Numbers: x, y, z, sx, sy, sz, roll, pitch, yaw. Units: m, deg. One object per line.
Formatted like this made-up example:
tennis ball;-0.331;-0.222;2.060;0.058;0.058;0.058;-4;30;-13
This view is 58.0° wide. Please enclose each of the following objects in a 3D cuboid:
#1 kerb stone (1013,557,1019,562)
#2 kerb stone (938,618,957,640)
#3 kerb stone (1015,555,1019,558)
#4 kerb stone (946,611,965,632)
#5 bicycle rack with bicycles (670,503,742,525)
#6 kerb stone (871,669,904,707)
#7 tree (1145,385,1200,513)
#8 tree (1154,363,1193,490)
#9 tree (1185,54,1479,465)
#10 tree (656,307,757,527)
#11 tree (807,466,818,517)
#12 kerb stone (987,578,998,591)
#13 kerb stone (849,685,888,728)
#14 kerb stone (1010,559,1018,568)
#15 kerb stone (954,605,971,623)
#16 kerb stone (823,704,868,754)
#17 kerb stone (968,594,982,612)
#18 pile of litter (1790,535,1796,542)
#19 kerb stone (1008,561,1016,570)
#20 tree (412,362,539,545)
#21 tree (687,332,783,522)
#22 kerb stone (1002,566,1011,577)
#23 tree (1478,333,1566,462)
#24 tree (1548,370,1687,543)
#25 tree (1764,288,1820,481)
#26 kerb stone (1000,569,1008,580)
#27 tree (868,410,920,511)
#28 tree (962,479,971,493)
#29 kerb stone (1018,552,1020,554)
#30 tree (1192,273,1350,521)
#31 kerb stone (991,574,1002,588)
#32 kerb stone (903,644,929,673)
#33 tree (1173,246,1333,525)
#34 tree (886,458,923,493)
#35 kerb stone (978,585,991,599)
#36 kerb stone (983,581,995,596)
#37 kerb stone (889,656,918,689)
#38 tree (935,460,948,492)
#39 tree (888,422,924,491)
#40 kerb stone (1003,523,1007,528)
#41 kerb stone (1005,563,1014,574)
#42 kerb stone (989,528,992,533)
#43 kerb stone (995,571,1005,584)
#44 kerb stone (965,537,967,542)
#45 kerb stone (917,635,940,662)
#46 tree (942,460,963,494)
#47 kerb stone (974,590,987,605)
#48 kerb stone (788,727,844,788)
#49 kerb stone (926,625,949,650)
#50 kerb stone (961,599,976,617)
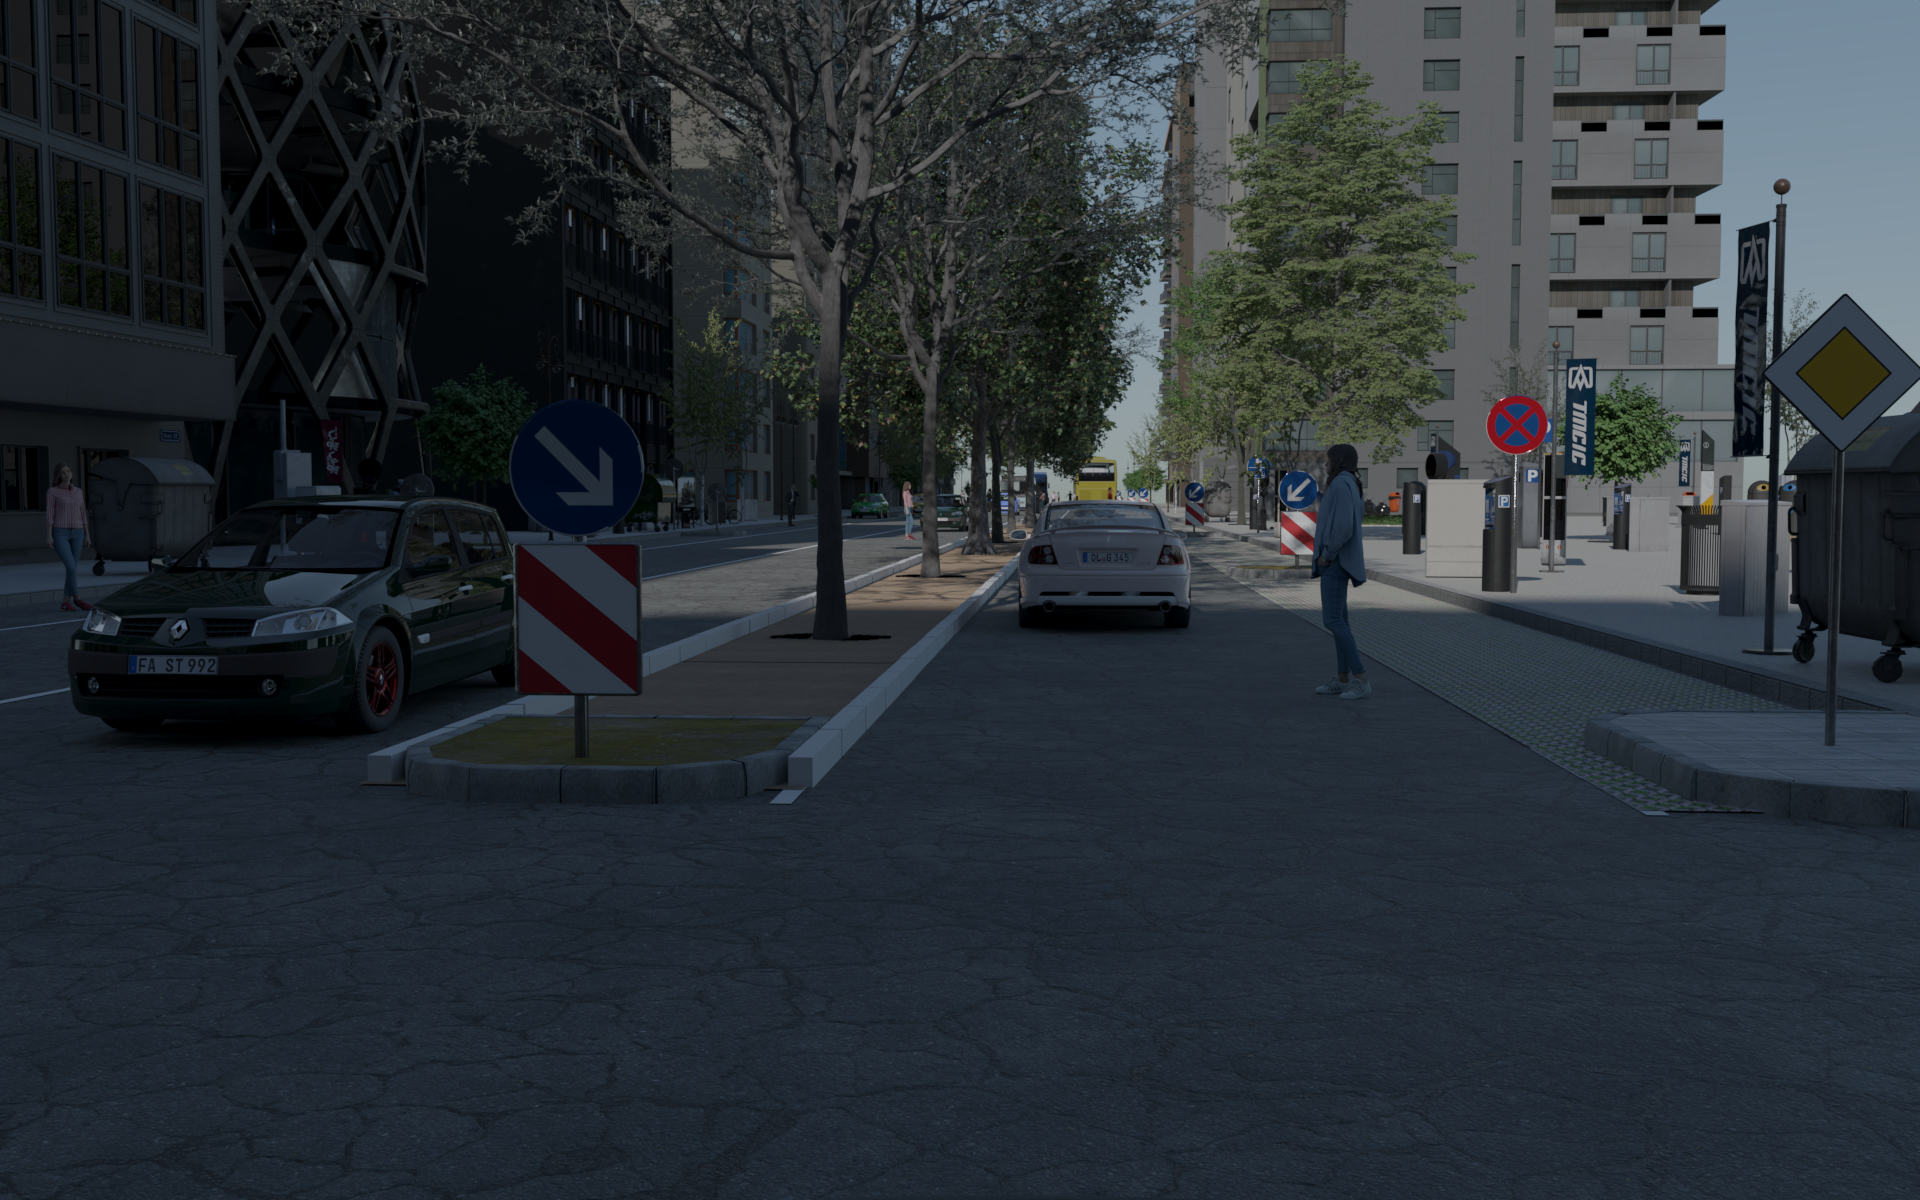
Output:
kerb stone;1.026;-0.689;33.454;0.120;0.150;1.000;0;4;4
kerb stone;-0.154;0.311;17.116;0.120;0.150;1.000;0;4;4
kerb stone;1.109;-0.751;34.476;0.120;0.150;1.000;0;4;4
kerb stone;-0.073;0.248;18.136;0.120;0.150;1.000;0;4;4
bicycle rack with bicycles;-10.836;-3.623;72.617;2.925;0.926;2.852;0;4;6
kerb stone;-0.517;0.624;12.005;0.120;0.150;1.000;0;4;4
tree;14.477;-10.129;115.964;4.360;8.622;3.978;0;3;0
tree;12.609;-8.083;82.524;4.737;8.622;4.395;0;3;0
tree;9.902;-7.817;45.939;7.486;12.596;7.792;0;3;0
tree;-10.144;-7.210;68.250;4.737;8.622;4.395;0;3;0
tree;-7.739;-6.398;99.212;1.663;3.219;1.824;0;3;0
kerb stone;0.435;-0.186;25.274;0.120;0.150;1.000;0;4;4
kerb stone;-0.591;0.686;10.986;0.120;0.150;1.000;0;4;4
kerb stone;0.954;-0.626;32.430;0.120;0.150;1.000;0;4;4
kerb stone;-0.002;0.186;19.157;0.120;0.150;1.000;0;4;4
kerb stone;-0.667;0.748;9.965;0.120;0.150;1.000;0;4;4
kerb stone;0.150;0.061;21.195;0.120;0.150;1.000;0;4;4
pile of litter;21.934;-1.996;46.600;1.719;0.858;1.176;0;4;1
kerb stone;0.887;-0.564;31.410;0.120;0.150;1.000;0;4;4
tree;-11.945;-3.648;43.361;4.285;4.588;4.351;0;3;0
tree;-10.051;-7.800;77.890;4.360;8.622;3.978;0;3;0
kerb stone;0.745;-0.438;29.356;0.120;0.150;1.000;0;4;4
tree;26.215;-7.933;80.068;4.360;8.622;3.978;0;3;0
tree;17.468;-3.816;46.106;4.285;4.588;4.351;0;3;0
tree;29.763;-6.791;61.399;4.360;8.622;3.978;0;3;0
kerb stone;0.659;-0.375;28.331;0.120;0.150;1.000;0;4;4
tree;-5.211;-11.107;131.956;4.737;8.622;4.395;0;3;0
tree;1.060;-13.815;220.470;1.663;3.219;1.824;0;3;0
kerb stone;1.257;-0.875;36.520;0.120;0.150;1.000;0;4;4
tree;10.157;-6.308;53.493;4.737;8.622;4.395;0;3;0
kerb stone;0.515;-0.251;26.292;0.120;0.150;1.000;0;4;4
kerb stone;-0.376;0.498;14.050;0.120;0.150;1.000;0;4;4
tree;11.790;-8.928;71.724;9.928;11.665;9.643;0;3;0
tree;-4.658;-10.071;148.381;4.285;4.588;4.351;0;3;0
kerb stone;0.291;-0.061;23.235;0.120;0.150;1.000;0;4;4
kerb stone;0.370;-0.126;24.254;0.120;0.150;1.000;0;4;4
kerb stone;-0.443;0.562;13.027;0.120;0.150;1.000;0;4;4
tree;-2.678;-14.147;181.659;4.360;8.622;3.978;0;3;0
tree;-3.332;-14.926;162.161;7.486;12.596;7.792;0;3;0
kerb stone;2.120;-3.386;77.587;0.120;0.150;1.000;0;4;4
kerb stone;0.815;-0.501;30.385;0.120;0.150;1.000;0;4;4
kerb stone;1.309;-2.698;66.328;0.120;0.150;1.000;0;4;4
kerb stone;0.594;-0.313;27.311;0.120;0.150;1.000;0;4;4
kerb stone;0.046;-1.630;48.940;0.120;0.150;1.000;0;4;4
kerb stone;-0.302;0.440;15.070;0.120;0.150;1.000;0;4;4
tree;-1.223;-15.120;197.581;4.737;8.622;4.395;0;3;0
kerb stone;0.219;0.005;22.216;0.120;0.150;1.000;0;4;4
kerb stone;-0.741;0.811;8.937;0.120;0.150;1.000;0;4;4
kerb stone;-0.229;0.373;16.089;0.120;0.150;1.000;0;4;4
kerb stone;0.069;0.125;20.176;0.120;0.150;1.000;0;4;4
